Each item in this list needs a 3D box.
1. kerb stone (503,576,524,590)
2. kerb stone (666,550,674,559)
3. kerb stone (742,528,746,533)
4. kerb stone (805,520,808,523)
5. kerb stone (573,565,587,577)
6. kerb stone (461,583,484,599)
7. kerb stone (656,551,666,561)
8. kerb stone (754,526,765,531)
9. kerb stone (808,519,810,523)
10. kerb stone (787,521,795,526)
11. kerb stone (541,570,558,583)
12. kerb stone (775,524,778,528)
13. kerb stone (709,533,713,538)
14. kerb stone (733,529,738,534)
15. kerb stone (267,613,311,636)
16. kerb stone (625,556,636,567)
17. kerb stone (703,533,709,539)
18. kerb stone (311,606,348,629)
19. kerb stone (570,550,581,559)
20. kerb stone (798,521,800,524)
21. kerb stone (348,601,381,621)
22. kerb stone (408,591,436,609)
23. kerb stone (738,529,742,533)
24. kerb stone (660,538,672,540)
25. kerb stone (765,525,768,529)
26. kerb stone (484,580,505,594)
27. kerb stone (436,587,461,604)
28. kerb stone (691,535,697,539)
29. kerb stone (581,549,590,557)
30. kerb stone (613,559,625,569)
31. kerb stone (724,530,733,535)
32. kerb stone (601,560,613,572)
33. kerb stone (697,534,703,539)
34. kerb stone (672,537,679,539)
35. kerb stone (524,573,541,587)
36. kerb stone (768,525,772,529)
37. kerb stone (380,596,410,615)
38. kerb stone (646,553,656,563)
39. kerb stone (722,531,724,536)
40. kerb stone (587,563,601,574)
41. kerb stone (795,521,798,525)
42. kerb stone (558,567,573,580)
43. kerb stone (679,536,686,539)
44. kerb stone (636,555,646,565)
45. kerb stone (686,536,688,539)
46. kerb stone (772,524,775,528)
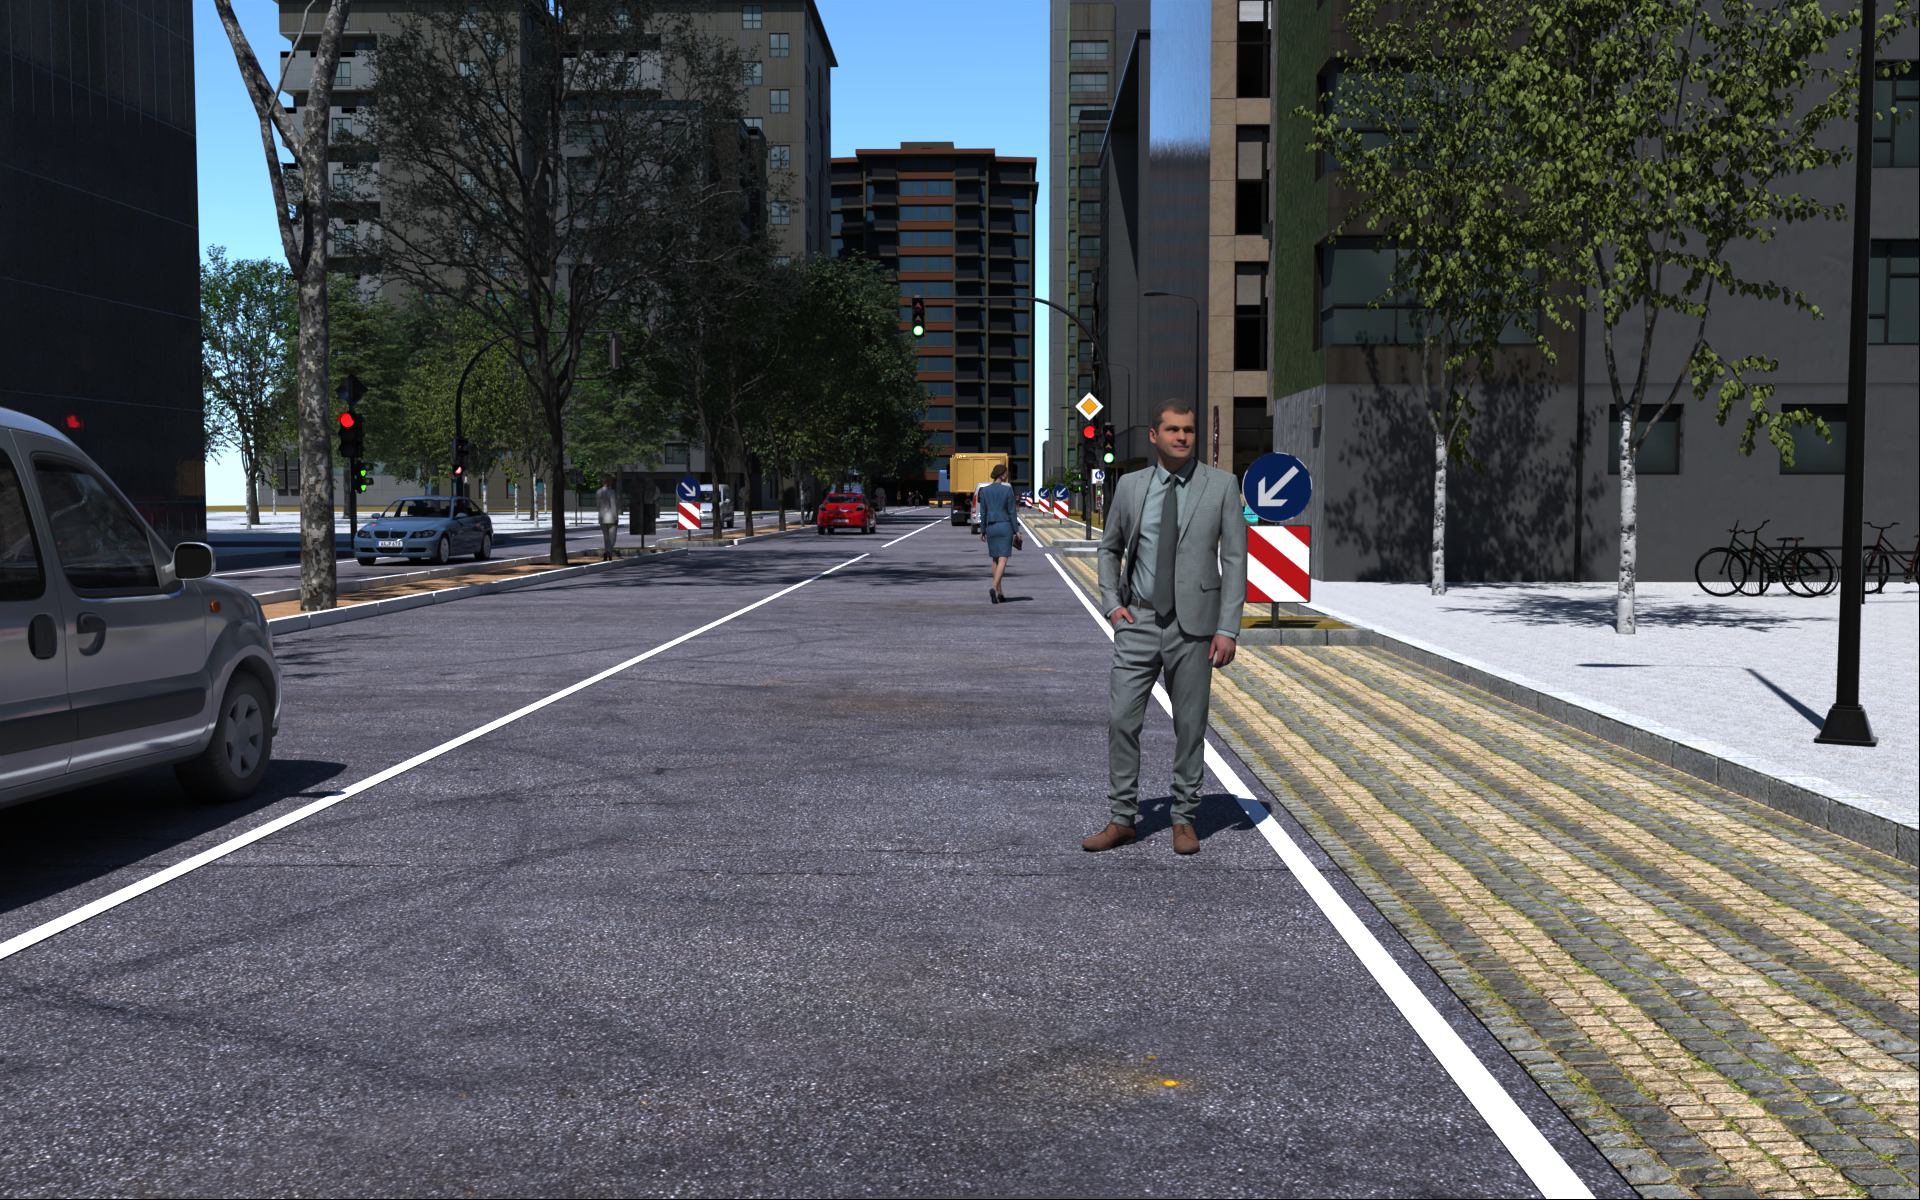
[{"bbox_3d":[-6.812,-0.237,26.104,0.120,0.150,1.000,0,4,1],"label":"kerb stone"},{"bbox_3d":[-6.544,-0.989,38.373,0.120,0.150,1.000,0,4,1],"label":"kerb stone"},{"bbox_3d":[-8.088,-2.528,63.606,0.120,0.150,1.000,0,4,1],"label":"kerb stone"},{"bbox_3d":[-7.630,-3.786,84.103,0.120,0.150,1.000,0,4,1],"label":"kerb stone"},{"bbox_3d":[-6.728,-0.489,30.192,0.120,0.150,1.000,0,4,1],"label":"kerb stone"},{"bbox_3d":[-6.861,-0.114,24.052,0.120,0.150,1.000,0,4,1],"label":"kerb stone"},{"bbox_3d":[-6.562,-0.926,37.351,0.120,0.150,1.000,0,4,1],"label":"kerb stone"},{"bbox_3d":[-7.979,-2.844,68.731,0.120,0.150,1.000,0,4,1],"label":"kerb stone"},{"bbox_3d":[-7.620,-3.847,85.137,0.120,0.150,1.000,0,4,1],"label":"kerb stone"},{"bbox_3d":[-7.757,-3.473,78.988,0.120,0.150,1.000,0,4,1],"label":"kerb stone"},{"bbox_3d":[-6.765,-0.364,28.148,0.120,0.150,1.000,0,4,1],"label":"kerb stone"},{"bbox_3d":[-7.883,-3.097,72.837,0.120,0.150,1.000,0,4,1],"label":"kerb stone"},{"bbox_3d":[-8.249,-2.086,56.428,0.120,0.150,1.000,0,4,1],"label":"kerb stone"},{"bbox_3d":[-8.130,-2.407,61.557,0.120,0.150,1.000,0,4,1],"label":"kerb stone"},{"bbox_3d":[-6.991,0.263,17.901,0.120,0.150,1.000,0,4,1],"label":"kerb stone"},{"bbox_3d":[-6.634,-0.732,34.280,0.120,0.150,1.000,0,4,1],"label":"kerb stone"},{"bbox_3d":[-8.269,-2.031,55.406,0.120,0.150,1.000,0,4,1],"label":"kerb stone"},{"bbox_3d":[-6.961,0.200,18.922,0.120,0.150,1.000,0,4,1],"label":"kerb stone"},{"bbox_3d":[-8.643,-0.994,38.440,0.120,0.150,1.000,0,4,1],"label":"kerb stone"},{"bbox_3d":[-7.707,-3.597,81.037,0.120,0.150,1.000,0,4,1],"label":"kerb stone"},{"bbox_3d":[-6.941,0.138,19.944,0.120,0.150,1.000,0,4,1],"label":"kerb stone"},{"bbox_3d":[-6.915,0.012,22.000,0.120,0.150,1.000,0,4,1],"label":"kerb stone"},{"bbox_3d":[-8.115,-2.470,62.584,0.120,0.150,1.000,0,4,1],"label":"kerb stone"},{"bbox_3d":[-8.401,-1.655,49.247,0.120,0.150,1.000,0,4,1],"label":"kerb stone"},{"bbox_3d":[-7.959,-2.909,69.756,0.120,0.150,1.000,0,4,1],"label":"kerb stone"},{"bbox_3d":[-6.836,-0.166,25.081,0.120,0.150,1.000,0,4,1],"label":"kerb stone"},{"bbox_3d":[-6.879,-0.051,23.026,0.120,0.150,1.000,0,4,1],"label":"kerb stone"},{"bbox_3d":[-8.316,-1.905,53.353,0.120,0.150,1.000,0,4,1],"label":"kerb stone"},{"bbox_3d":[-8.620,-1.052,39.462,0.120,0.150,1.000,0,4,1],"label":"kerb stone"},{"bbox_3d":[-6.654,-0.677,33.258,0.120,0.150,1.000,0,4,1],"label":"kerb stone"},{"bbox_3d":[-8.157,-2.345,60.533,0.120,0.150,1.000,0,4,1],"label":"kerb stone"},{"bbox_3d":[-6.677,-0.614,32.237,0.120,0.150,1.000,0,4,1],"label":"kerb stone"},{"bbox_3d":[-8.288,-1.969,54.384,0.120,0.150,1.000,0,4,1],"label":"kerb stone"},{"bbox_3d":[-8.381,-1.717,50.269,0.120,0.150,1.000,0,4,1],"label":"kerb stone"},{"bbox_3d":[-6.789,-0.296,27.127,0.120,0.150,1.000,0,4,1],"label":"kerb stone"},{"bbox_3d":[-7.931,-2.966,70.786,0.120,0.150,1.000,0,4,1],"label":"kerb stone"},{"bbox_3d":[-6.922,0.075,20.973,0.120,0.150,1.000,0,4,1],"label":"kerb stone"},{"bbox_3d":[-6.584,-0.864,36.327,0.120,0.150,1.000,0,4,1],"label":"kerb stone"},{"bbox_3d":[-8.199,-2.218,58.480,0.120,0.150,1.000,0,4,1],"label":"kerb stone"},{"bbox_3d":[-6.694,-0.550,31.215,0.120,0.150,1.000,0,4,1],"label":"kerb stone"},{"bbox_3d":[-7.724,-3.532,80.015,0.120,0.150,1.000,0,4,1],"label":"kerb stone"},{"bbox_3d":[-6.749,-0.427,29.170,0.120,0.150,1.000,0,4,1],"label":"kerb stone"},{"bbox_3d":[-8.353,-1.779,51.294,0.120,0.150,1.000,0,4,1],"label":"kerb stone"},{"bbox_3d":[-6.613,-0.802,35.306,0.120,0.150,1.000,0,4,1],"label":"kerb stone"},{"bbox_3d":[-8.341,-1.839,52.325,0.120,0.150,1.000,0,4,1],"label":"kerb stone"},{"bbox_3d":[-7.912,-3.035,71.815,0.120,0.150,1.000,0,4,1],"label":"kerb stone"}]
